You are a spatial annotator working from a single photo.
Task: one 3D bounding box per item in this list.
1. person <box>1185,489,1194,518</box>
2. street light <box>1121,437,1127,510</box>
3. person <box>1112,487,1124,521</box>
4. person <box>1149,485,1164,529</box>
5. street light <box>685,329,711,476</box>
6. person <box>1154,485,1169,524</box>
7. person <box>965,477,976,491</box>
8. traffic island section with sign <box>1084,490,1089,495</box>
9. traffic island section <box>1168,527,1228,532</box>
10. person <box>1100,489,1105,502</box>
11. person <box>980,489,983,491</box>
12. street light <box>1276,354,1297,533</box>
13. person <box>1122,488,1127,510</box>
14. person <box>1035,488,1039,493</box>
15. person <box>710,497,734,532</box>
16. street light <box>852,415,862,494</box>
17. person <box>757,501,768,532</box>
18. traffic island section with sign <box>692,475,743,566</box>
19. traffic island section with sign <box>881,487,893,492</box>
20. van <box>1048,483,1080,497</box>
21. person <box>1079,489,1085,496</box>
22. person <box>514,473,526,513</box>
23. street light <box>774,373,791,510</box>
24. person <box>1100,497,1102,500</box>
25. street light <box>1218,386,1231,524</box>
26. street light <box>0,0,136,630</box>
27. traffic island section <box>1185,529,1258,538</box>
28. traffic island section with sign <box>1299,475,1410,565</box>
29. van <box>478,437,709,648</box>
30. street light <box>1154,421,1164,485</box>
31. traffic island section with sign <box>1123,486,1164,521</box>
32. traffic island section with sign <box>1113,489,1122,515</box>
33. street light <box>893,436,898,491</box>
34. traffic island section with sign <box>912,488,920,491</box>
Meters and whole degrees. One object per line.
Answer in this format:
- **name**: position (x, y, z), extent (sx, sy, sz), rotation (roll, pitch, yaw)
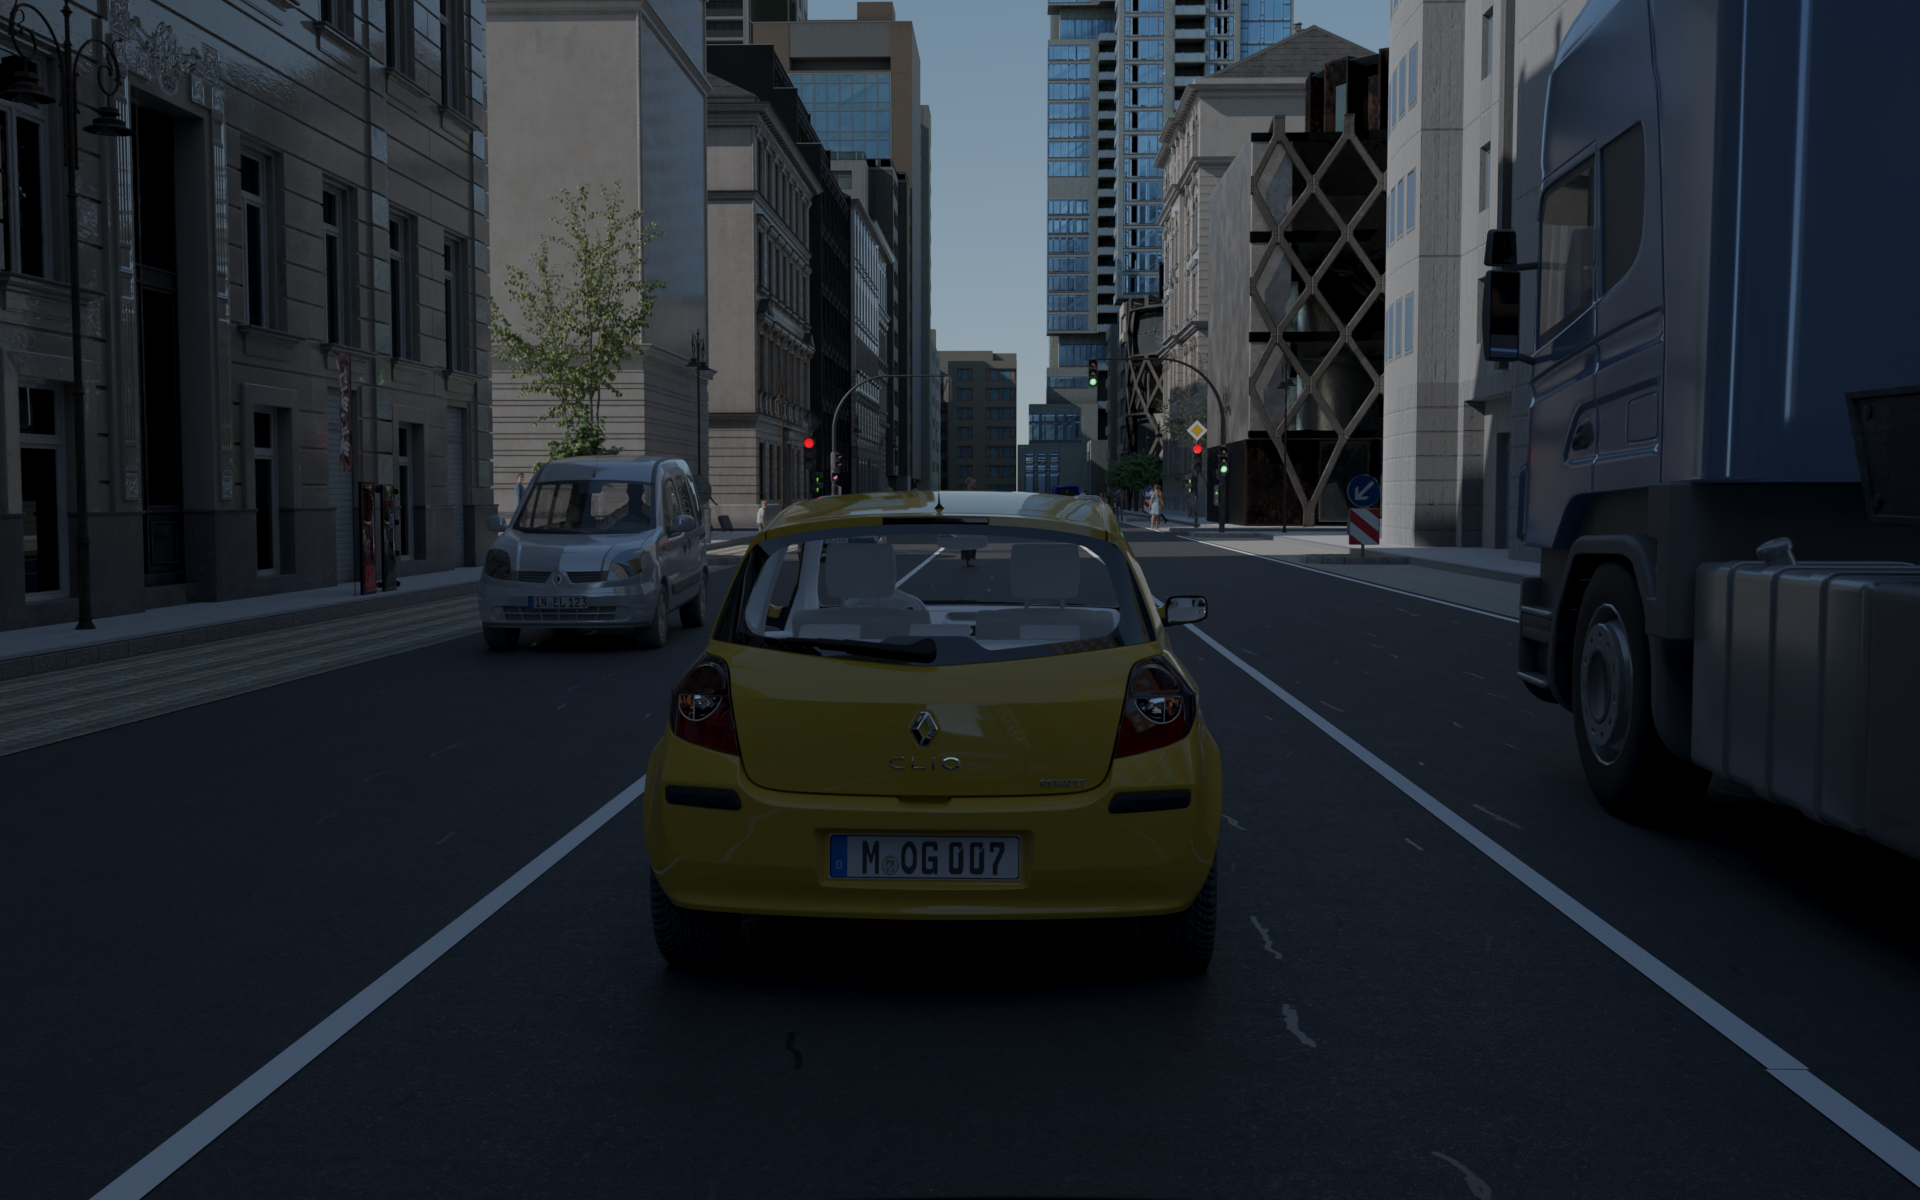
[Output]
- **person**: position (12.278, -5.240, 92.070), extent (0.716, 1.782, 0.532), rotation (-1, 4, -10)
- **street light**: position (13.330, -10.258, 140.506), extent (0.468, 5.910, 1.993), rotation (0, 4, 2)
- **person**: position (8.397, -5.095, 91.772), extent (0.622, 1.834, 0.822), rotation (0, 4, 2)
- **person**: position (8.048, -3.810, 70.891), extent (0.616, 1.811, 0.778), rotation (1, 4, 21)
- **street light**: position (-7.322, -4.636, 48.582), extent (0.468, 5.910, 1.993), rotation (0, 4, 2)
- **person**: position (9.494, -4.502, 82.011), extent (0.836, 1.842, 0.656), rotation (-2, 4, -25)
- **person**: position (0.156, -1.552, 34.301), extent (0.576, 1.772, 0.534), rotation (-3, 5, -40)
- **traffic island section with sign**: position (12.105, -9.788, 168.653), extent (1.989, 1.847, 2.006), rotation (0, 4, 2)
- **traffic island section**: position (9.010, -2.669, 65.920), extent (2.009, 0.180, 2.903), rotation (0, 4, 2)
- **person**: position (10.362, -7.182, 125.939), extent (0.555, 1.821, 0.388), rotation (-3, 5, -40)
- **person**: position (1.406, -6.262, 111.438), extent (0.362, 1.759, 0.519), rotation (-3, 5, -43)
- **street light**: position (10.771, -5.171, 57.328), extent (0.468, 5.910, 1.993), rotation (0, 4, 2)
- **person**: position (13.500, -8.339, 142.384), extent (1.348, 1.824, 0.705), rotation (0, 4, 0)
- **person**: position (5.592, -7.092, 124.268), extent (0.447, 1.846, 0.655), rotation (1, 4, 16)
- **person**: position (-8.471, -3.221, 58.924), extent (1.509, 1.804, 0.699), rotation (3, 5, 40)
- **street light**: position (-5.884, -7.719, 98.997), extent (0.468, 5.910, 1.993), rotation (0, 4, 2)
- **person**: position (-5.440, -2.112, 47.718), extent (0.352, 1.250, 0.332), rotation (1, 4, 20)
- **traffic island section with sign**: position (-5.419, -1.635, 35.356), extent (1.989, 1.847, 2.006), rotation (0, 4, 2)
- **traffic island section with sign**: position (-3.758, -5.033, 90.922), extent (1.989, 1.847, 2.006), rotation (0, 4, 2)
- **van**: position (7.526, -7.326, 124.169), extent (2.240, 2.365, 5.245), rotation (0, 4, 0)
- **person**: position (8.320, -6.645, 117.372), extent (0.641, 1.798, 0.478), rotation (-3, 4, -38)
- **person**: position (-11.096, -2.293, 43.558), extent (0.654, 1.822, 0.581), rotation (1, 4, 14)
- **street light**: position (-6.808, -5.734, 66.545), extent (0.468, 5.910, 1.993), rotation (0, 4, 2)
- **person**: position (7.588, -4.846, 92.408), extent (0.352, 1.250, 0.332), rotation (0, 4, 5)
- **street light**: position (11.376, -6.206, 74.261), extent (0.468, 5.910, 1.993), rotation (0, 4, 2)
- **street light**: position (-8.307, -2.660, 16.275), extent (0.468, 5.910, 1.993), rotation (0, 4, 2)
- **traffic island section**: position (8.770, -2.181, 57.939), extent (2.009, 0.180, 2.903), rotation (0, 4, 2)
- **traffic island section with sign**: position (8.115, -1.670, 35.925), extent (1.989, 1.847, 2.006), rotation (0, 4, 2)
- **van**: position (-3.587, -0.636, 17.416), extent (2.013, 2.044, 4.112), rotation (0, 4, 0)
- **street light**: position (12.325, -8.231, 107.367), extent (0.468, 5.910, 1.993), rotation (0, 4, 2)
- **traffic island section with sign**: position (9.764, -5.028, 90.829), extent (1.989, 1.847, 2.006), rotation (0, 4, 2)
- **traffic island section with sign**: position (10.577, -6.683, 117.900), extent (1.989, 1.847, 2.006), rotation (0, 4, 2)
- **street light**: position (-4.925, -9.711, 131.569), extent (0.468, 5.910, 1.993), rotation (0, 4, 2)
- **traffic island section with sign**: position (-2.959, -6.681, 117.865), extent (1.989, 1.847, 2.006), rotation (0, 4, 2)
